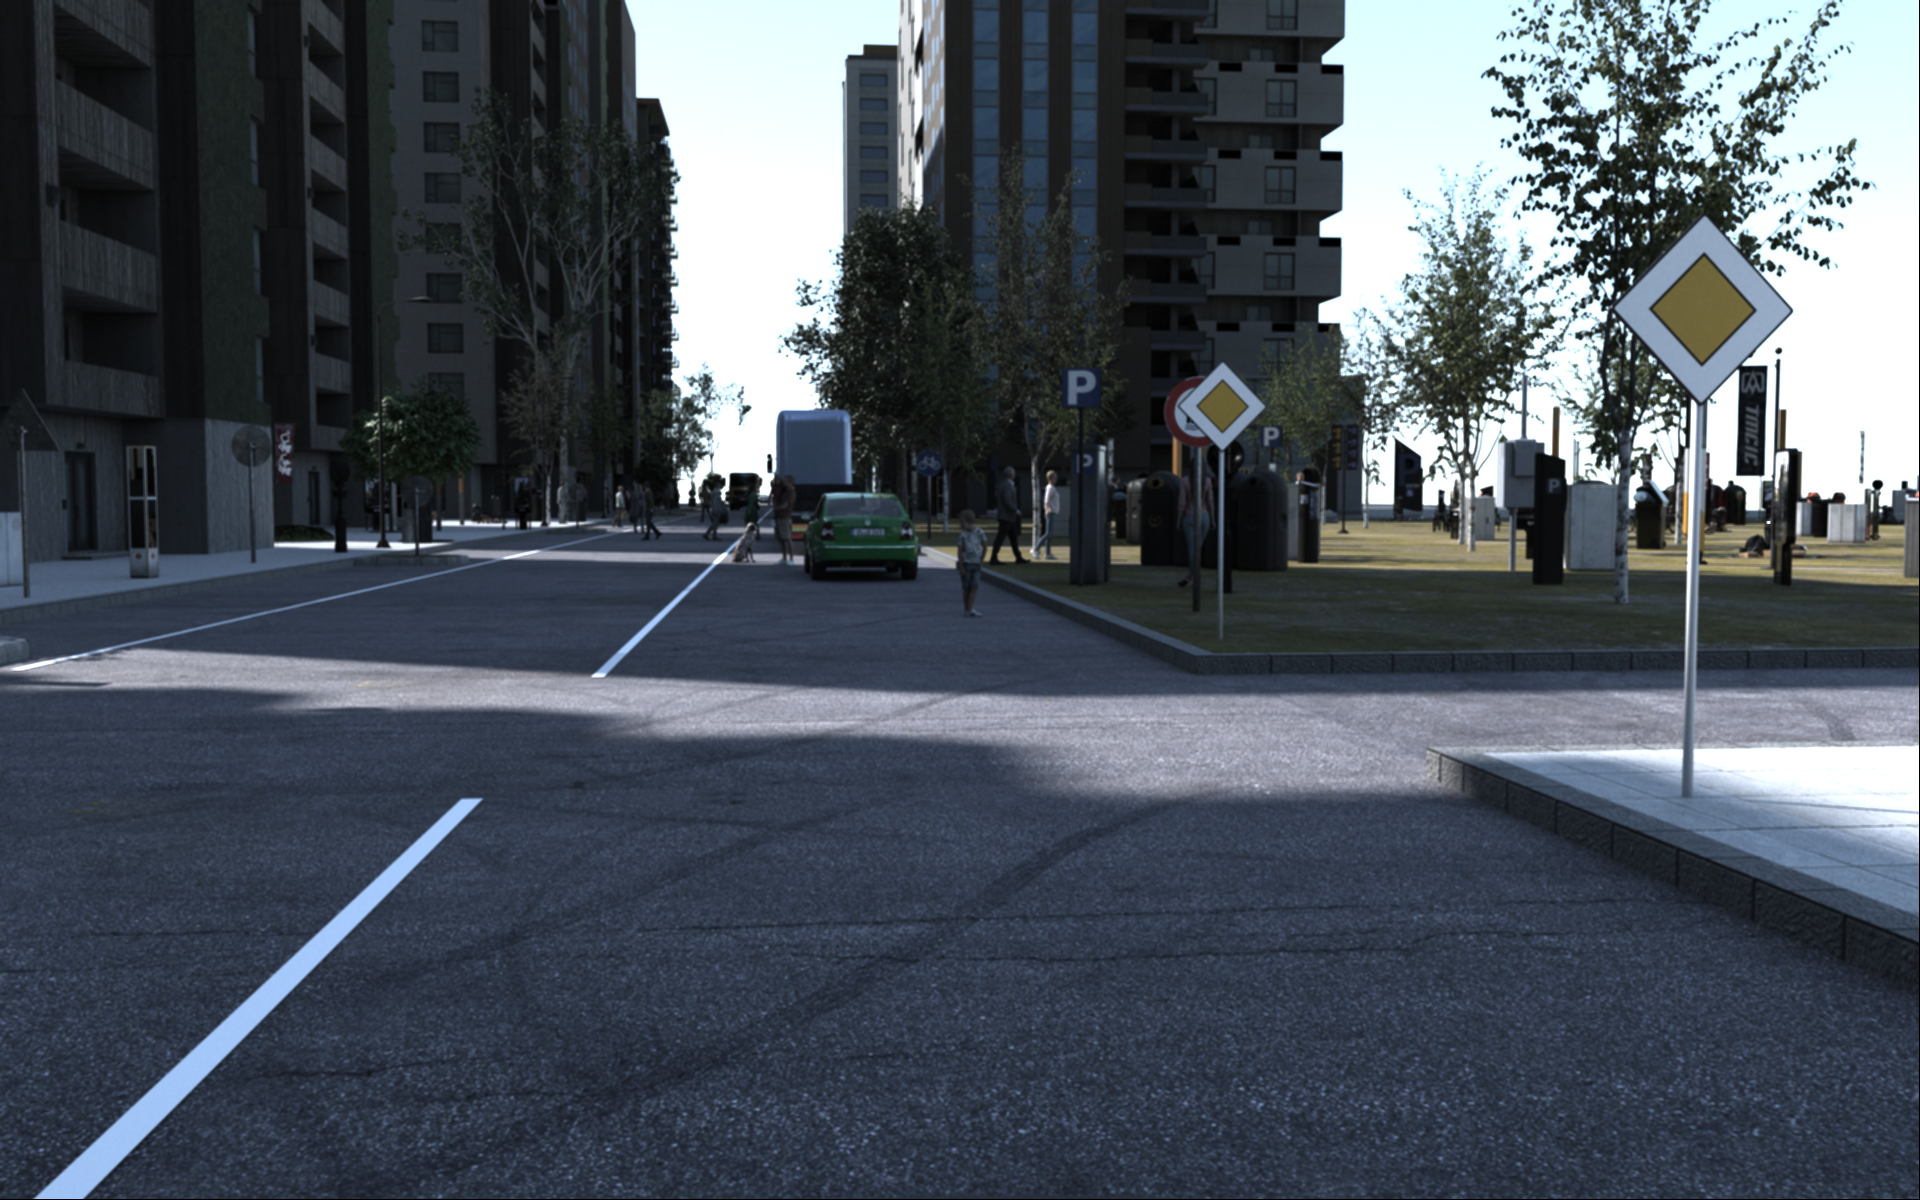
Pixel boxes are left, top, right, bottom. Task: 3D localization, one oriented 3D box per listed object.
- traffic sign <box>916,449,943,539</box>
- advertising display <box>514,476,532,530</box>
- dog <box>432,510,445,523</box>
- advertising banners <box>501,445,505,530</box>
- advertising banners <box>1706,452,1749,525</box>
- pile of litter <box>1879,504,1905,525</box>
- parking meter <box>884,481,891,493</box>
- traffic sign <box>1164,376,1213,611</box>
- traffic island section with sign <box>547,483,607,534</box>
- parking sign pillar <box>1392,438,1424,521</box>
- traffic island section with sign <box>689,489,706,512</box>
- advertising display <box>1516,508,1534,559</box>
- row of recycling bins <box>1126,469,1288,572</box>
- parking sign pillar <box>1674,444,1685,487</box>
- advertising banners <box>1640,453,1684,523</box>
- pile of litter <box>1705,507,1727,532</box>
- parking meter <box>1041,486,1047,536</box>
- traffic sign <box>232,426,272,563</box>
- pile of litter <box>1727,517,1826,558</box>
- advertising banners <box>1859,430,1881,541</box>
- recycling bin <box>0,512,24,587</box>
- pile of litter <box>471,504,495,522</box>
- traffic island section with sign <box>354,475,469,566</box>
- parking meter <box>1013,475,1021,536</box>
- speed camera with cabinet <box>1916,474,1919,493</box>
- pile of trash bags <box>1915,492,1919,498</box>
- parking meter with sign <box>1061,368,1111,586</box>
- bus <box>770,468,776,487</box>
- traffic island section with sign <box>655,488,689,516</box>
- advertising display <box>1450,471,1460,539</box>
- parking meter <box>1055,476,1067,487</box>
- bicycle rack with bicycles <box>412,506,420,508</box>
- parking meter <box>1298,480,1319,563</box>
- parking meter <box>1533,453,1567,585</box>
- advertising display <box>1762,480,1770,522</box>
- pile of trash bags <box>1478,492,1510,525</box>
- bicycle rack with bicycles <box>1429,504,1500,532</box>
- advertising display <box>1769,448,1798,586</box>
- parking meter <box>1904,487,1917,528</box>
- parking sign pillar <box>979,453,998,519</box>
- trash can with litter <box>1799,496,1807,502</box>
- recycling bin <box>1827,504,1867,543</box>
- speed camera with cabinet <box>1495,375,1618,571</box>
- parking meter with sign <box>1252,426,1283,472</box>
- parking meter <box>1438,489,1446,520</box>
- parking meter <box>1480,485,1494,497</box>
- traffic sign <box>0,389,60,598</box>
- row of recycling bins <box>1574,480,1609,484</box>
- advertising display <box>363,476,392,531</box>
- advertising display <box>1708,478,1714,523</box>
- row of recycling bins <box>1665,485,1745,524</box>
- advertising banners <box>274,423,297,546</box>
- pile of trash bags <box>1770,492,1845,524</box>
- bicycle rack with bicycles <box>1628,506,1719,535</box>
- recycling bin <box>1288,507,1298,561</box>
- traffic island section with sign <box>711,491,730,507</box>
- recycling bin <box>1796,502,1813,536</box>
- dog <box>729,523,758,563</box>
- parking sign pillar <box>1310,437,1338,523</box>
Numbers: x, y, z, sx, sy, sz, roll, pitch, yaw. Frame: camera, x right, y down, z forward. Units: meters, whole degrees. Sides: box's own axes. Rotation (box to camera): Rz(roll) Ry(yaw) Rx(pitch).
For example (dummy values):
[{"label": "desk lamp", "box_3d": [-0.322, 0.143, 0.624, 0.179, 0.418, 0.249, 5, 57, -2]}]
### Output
[{"label": "traffic sign", "box_3d": [-0.878, -3.016, 49.426, 0.768, 2.556, 0.104, 0, 4, -1]}, {"label": "advertising display", "box_3d": [-15.708, -3.488, 62.250, 0.974, 1.923, 0.123, 3, 5, 43]}, {"label": "dog", "box_3d": [-24.833, -4.024, 82.629, 0.406, 0.507, 0.540, 0, 4, -7]}, {"label": "advertising banners", "box_3d": [-16.415, -4.042, 62.267, 0.090, 3.025, 2.074, -1, 4, -17]}, {"label": "advertising banners", "box_3d": [31.575, -4.622, 71.751, 2.074, 3.025, 0.090, 3, 5, 41]}, {"label": "pile of litter", "box_3d": [38.956, -3.573, 72.391, 1.176, 0.858, 1.719, 0, 4, 5]}, {"label": "parking meter", "box_3d": [-3.330, -4.519, 79.600, 0.255, 1.863, 0.399, 1, 4, 14]}, {"label": "traffic sign", "box_3d": [2.588, -1.149, 18.885, 0.768, 2.556, 0.104, 0, 4, -5]}, {"label": "traffic island section with sign", "box_3d": [-13.938, -3.335, 63.154, 1.989, 1.847, 2.006, 0, 4, -6]}, {"label": "parking sign pillar", "box_3d": [21.501, -5.782, 83.016, 1.447, 3.967, 1.447, 0, 4, -4]}, {"label": "traffic island section with sign", "box_3d": [-21.645, -8.063, 140.456, 1.989, 1.847, 2.006, 0, 4, -6]}, {"label": "advertising display", "box_3d": [11.336, -1.763, 34.036, 0.974, 1.923, 0.123, 2, 4, 29]}, {"label": "row of recycling bins", "box_3d": [4.410, -1.414, 30.227, 1.069, 1.692, 3.534, -2, 4, -31]}, {"label": "parking sign pillar", "box_3d": [38.067, -6.252, 90.700, 1.447, 3.967, 1.447, -2, 4, -30]}, {"label": "advertising banners", "box_3d": [30.096, -4.762, 74.044, 2.074, 3.025, 0.090, 0, 4, 5]}, {"label": "pile of litter", "box_3d": [25.510, -2.739, 58.746, 1.176, 0.858, 1.719, 1, 4, 15]}, {"label": "parking meter", "box_3d": [2.686, -2.746, 53.304, 0.372, 1.533, 0.369, 0, 3, 0]}, {"label": "traffic sign", "box_3d": [-13.193, -1.967, 32.266, 0.768, 2.556, 0.104, 0, 4, 4]}, {"label": "pile of litter", "box_3d": [16.567, -1.286, 34.998, 1.719, 0.858, 1.176, 2, 4, 31]}, {"label": "advertising banners", "box_3d": [25.132, -3.162, 47.891, 0.090, 3.025, 2.074, 3, 5, 43]}, {"label": "recycling bin", "box_3d": [-13.540, -0.703, 24.047, 0.722, 1.027, 0.722, 1, 4, 12]}, {"label": "pile of litter", "box_3d": [-22.275, -4.084, 80.738, 1.176, 0.858, 1.719, 0, 4, 1]}, {"label": "traffic island section with sign", "box_3d": [-11.183, -1.644, 35.503, 1.989, 1.847, 2.006, 0, 4, -6]}, {"label": "parking meter", "box_3d": [1.680, -2.923, 53.506, 0.399, 1.863, 0.255, 1, 4, 17]}, {"label": "speed camera with cabinet", "box_3d": [43.351, -5.019, 76.390, 2.038, 3.252, 0.660, 1, 4, 18]}, {"label": "pile of trash bags", "box_3d": [31.475, -2.763, 54.931, 3.447, 1.369, 1.912, -2, 4, -28]}, {"label": "parking meter with sign", "box_3d": [1.855, -1.745, 24.795, 0.543, 3.016, 1.738, 1, 4, 12]}, {"label": "bus", "box_3d": [-10.265, -6.871, 107.206, 2.948, 3.499, 13.247, 0, 4, -6]}, {"label": "traffic island section with sign", "box_3d": [-18.955, -6.405, 113.357, 1.989, 1.847, 2.006, 0, 4, -6]}, {"label": "advertising display", "box_3d": [14.099, -2.685, 49.114, 0.123, 1.923, 0.974, 0, 4, -2]}, {"label": "parking meter", "box_3d": [3.306, -3.140, 57.048, 0.399, 1.863, 0.255, 0, 4, -2]}, {"label": "bicycle rack with bicycles", "box_3d": [-25.509, -4.034, 79.342, 2.852, 0.926, 2.925, 1, 4, 15]}, {"label": "parking meter", "box_3d": [6.480, -1.456, 32.214, 0.372, 1.533, 0.369, 0, 3, 0]}, {"label": "parking meter", "box_3d": [8.390, -1.157, 24.627, 0.399, 1.863, 0.255, 0, 4, -7]}, {"label": "advertising display", "box_3d": [37.772, -4.627, 80.863, 0.974, 1.923, 0.123, -2, 4, -33]}, {"label": "pile of trash bags", "box_3d": [21.870, -3.861, 72.873, 1.912, 1.369, 3.447, 1, 4, 22]}, {"label": "bicycle rack with bicycles", "box_3d": [17.027, -2.778, 58.801, 2.852, 0.926, 2.925, 2, 4, 31]}, {"label": "advertising display", "box_3d": [11.677, -1.182, 24.534, 0.123, 1.923, 0.974, 1, 4, 14]}, {"label": "parking meter", "box_3d": [35.499, -3.441, 64.671, 0.372, 1.533, 0.369, 0, 3, 0]}, {"label": "parking sign pillar", "box_3d": [1.689, -6.236, 90.425, 1.447, 3.967, 1.447, 0, 4, 7]}, {"label": "trash can with litter", "box_3d": [37.744, -4.007, 76.571, 2.233, 1.210, 1.678, -1, 4, -15]}, {"label": "recycling bin", "box_3d": [23.348, -2.021, 45.589, 0.722, 1.027, 0.722, -3, 5, -43]}, {"label": "speed camera with cabinet", "box_3d": [10.090, -2.124, 29.055, 2.038, 3.252, 0.660, 0, 4, 3]}, {"label": "parking meter with sign", "box_3d": [7.620, -2.894, 43.582, 0.543, 3.016, 1.738, 2, 4, 24]}, {"label": "parking meter", "box_3d": [23.971, -4.755, 86.151, 0.372, 1.533, 0.369, 0, 3, 0]}, {"label": "parking meter", "box_3d": [14.808, -2.466, 48.723, 0.372, 1.533, 0.369, 0, 3, 0]}, {"label": "traffic sign", "box_3d": [-11.560, -1.307, 21.381, 0.884, 2.594, 0.081, 0, 4, -1]}, {"label": "row of recycling bins", "box_3d": [18.744, -2.705, 51.346, 1.069, 1.692, 3.534, 2, 4, 26]}, {"label": "advertising display", "box_3d": [-20.516, -3.414, 61.039, 0.974, 1.923, 0.123, -3, 5, -40]}, {"label": "advertising display", "box_3d": [30.518, -3.988, 70.413, 0.123, 1.923, 0.974, 2, 4, 28]}, {"label": "row of recycling bins", "box_3d": [32.293, -4.165, 75.203, 3.534, 1.692, 1.069, 0, 4, -6]}, {"label": "advertising banners", "box_3d": [-17.217, -2.814, 42.193, 2.074, 3.025, 0.090, -2, 4, -28]}, {"label": "pile of trash bags", "box_3d": [34.495, -3.746, 70.993, 1.912, 1.369, 3.447, 0, 4, 7]}, {"label": "bicycle rack with bicycles", "box_3d": [22.360, -2.566, 55.338, 2.925, 0.926, 2.852, 3, 5, 44]}, {"label": "recycling bin", "box_3d": [6.548, -1.294, 33.712, 0.722, 1.027, 0.722, 0, 4, 1]}, {"label": "traffic island section with sign", "box_3d": [-27.152, -11.452, 195.872, 1.989, 1.847, 2.006, 0, 4, -6]}, {"label": "recycling bin", "box_3d": [25.644, -2.468, 52.900, 0.722, 1.027, 0.722, -2, 4, -29]}, {"label": "dog", "box_3d": [-4.648, -1.194, 36.363, 0.800, 0.831, 0.513, 0, 4, -4]}, {"label": "parking sign pillar", "box_3d": [16.075, -5.405, 76.847, 1.447, 3.967, 1.447, -1, 4, -17]}]
